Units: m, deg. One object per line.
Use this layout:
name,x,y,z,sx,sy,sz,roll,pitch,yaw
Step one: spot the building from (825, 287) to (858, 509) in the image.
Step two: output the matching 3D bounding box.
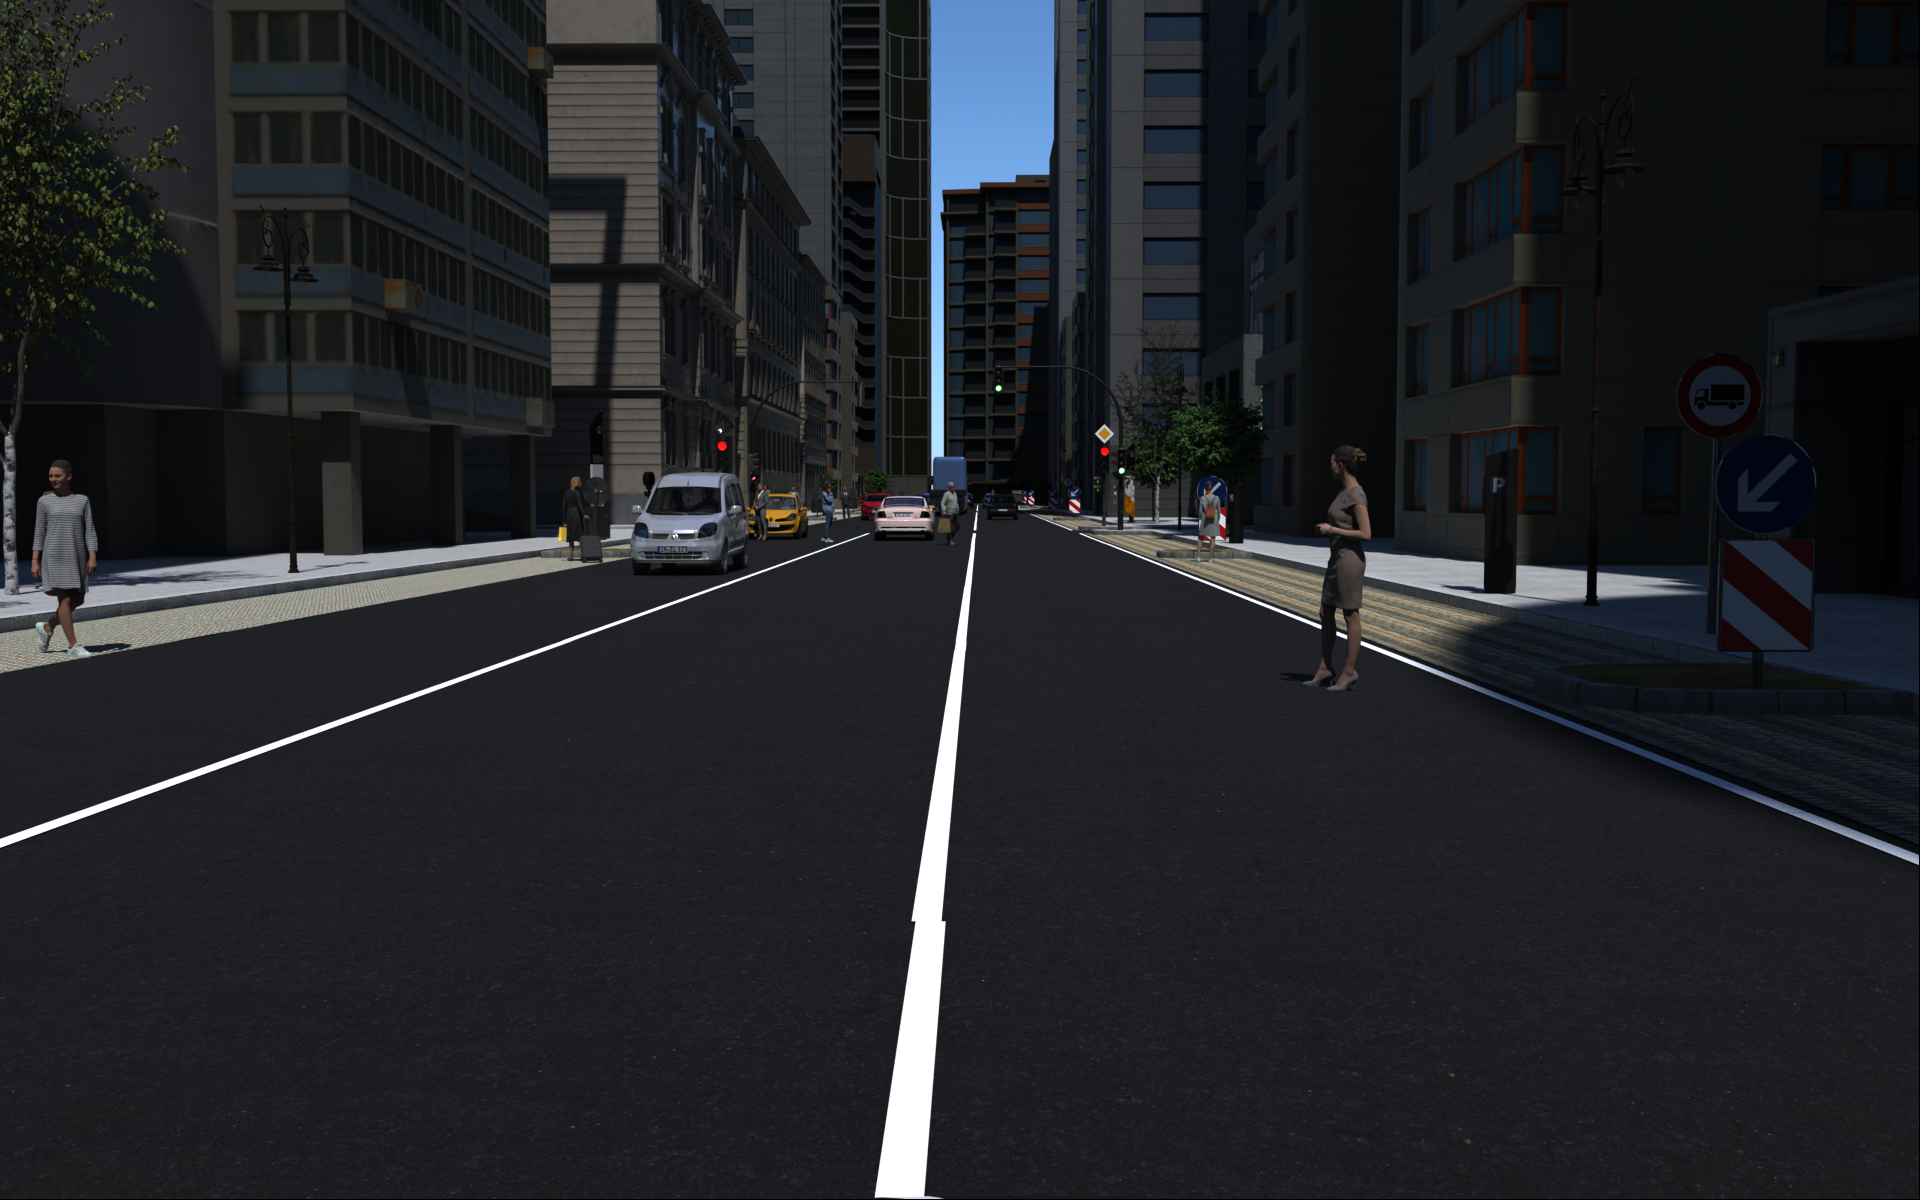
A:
building,-24.247,-19.233,159.498,27.650,21.520,28.899,0,4,1

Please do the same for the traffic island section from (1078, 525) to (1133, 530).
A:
traffic island section,5.801,-2.890,69.540,2.009,0.180,2.903,0,4,1

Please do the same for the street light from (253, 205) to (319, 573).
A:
street light,-10.858,-3.380,28.046,0.468,5.910,1.993,0,4,1

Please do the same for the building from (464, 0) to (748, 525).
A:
building,-18.462,-18.056,82.599,14.401,28.519,23.554,0,4,1

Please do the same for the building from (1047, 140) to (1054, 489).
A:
building,18.078,-34.364,211.960,14.600,45.320,14.200,0,4,1

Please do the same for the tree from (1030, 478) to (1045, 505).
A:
tree,9.518,-13.129,209.263,1.663,3.219,1.824,0,3,0

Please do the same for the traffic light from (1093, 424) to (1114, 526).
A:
traffic light,5.761,-4.924,69.426,0.839,4.253,0.868,0,4,1

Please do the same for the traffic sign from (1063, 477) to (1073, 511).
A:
traffic sign,8.180,-8.033,131.439,0.768,2.556,0.104,0,4,2

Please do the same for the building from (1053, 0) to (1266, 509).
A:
building,20.784,-39.650,190.282,21.231,58.520,28.212,0,4,1

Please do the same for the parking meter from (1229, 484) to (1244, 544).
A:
parking meter,7.185,-2.238,45.006,0.372,1.533,0.369,0,3,0

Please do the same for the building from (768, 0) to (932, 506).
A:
building,-14.481,-48.995,239.322,20.611,71.187,20.563,0,4,1

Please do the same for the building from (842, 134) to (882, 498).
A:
building,-17.035,-34.357,211.843,14.200,45.320,14.600,0,4,1

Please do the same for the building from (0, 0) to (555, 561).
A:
building,-23.782,-21.557,44.339,23.993,40.220,32.217,0,4,1

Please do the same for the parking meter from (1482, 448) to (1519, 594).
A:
parking meter,6.975,-1.019,22.378,0.399,1.863,0.255,2,4,33

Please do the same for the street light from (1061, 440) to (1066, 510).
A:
street light,8.629,-10.459,143.799,0.468,5.910,1.993,0,4,1

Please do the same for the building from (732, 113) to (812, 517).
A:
building,-18.859,-16.910,109.756,16.112,22.955,30.059,0,4,1

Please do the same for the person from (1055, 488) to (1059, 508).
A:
person,8.870,-9.460,160.848,0.705,1.807,1.348,3,4,38

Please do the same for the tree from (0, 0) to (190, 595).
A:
tree,-12.097,-4.383,22.020,4.737,8.622,4.395,0,3,0

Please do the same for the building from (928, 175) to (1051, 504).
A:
building,10.261,-35.819,240.261,28.867,44.769,22.147,0,4,1

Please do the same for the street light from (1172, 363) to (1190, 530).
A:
street light,7.762,-5.399,61.054,0.468,5.910,1.993,0,4,1

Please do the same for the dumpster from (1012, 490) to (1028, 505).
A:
dumpster,6.941,-11.848,201.924,1.865,1.857,1.264,0,4,2

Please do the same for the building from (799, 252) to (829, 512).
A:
building,-15.758,-17.436,134.235,9.793,20.994,18.267,0,4,1

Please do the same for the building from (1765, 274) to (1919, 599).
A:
building,20.792,-35.005,10.584,20.563,71.187,20.611,0,4,1

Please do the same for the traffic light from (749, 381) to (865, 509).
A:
traffic light,-6.206,-5.805,69.577,4.771,5.953,1.251,0,4,1

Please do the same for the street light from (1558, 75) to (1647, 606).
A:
street light,7.248,-2.869,19.704,0.468,5.910,1.993,0,4,1

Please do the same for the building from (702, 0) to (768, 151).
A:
building,-20.731,-45.529,182.653,20.563,71.187,20.611,0,4,1

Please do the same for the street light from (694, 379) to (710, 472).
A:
street light,-10.362,-5.935,69.831,0.468,5.910,1.993,0,4,1

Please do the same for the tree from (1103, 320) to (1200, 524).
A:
tree,8.315,-7.529,73.468,4.360,8.622,3.978,0,3,0

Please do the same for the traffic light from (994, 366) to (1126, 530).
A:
traffic light,3.581,-5.300,61.323,4.771,5.953,1.251,0,4,1

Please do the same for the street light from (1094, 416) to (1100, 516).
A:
street light,8.189,-7.944,102.673,0.468,5.910,1.993,0,4,1

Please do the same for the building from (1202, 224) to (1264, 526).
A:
building,27.028,-46.838,78.469,31.000,86.520,22.319,0,4,1

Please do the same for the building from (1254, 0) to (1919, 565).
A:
building,23.837,-12.215,44.762,27.650,21.520,28.899,0,4,1

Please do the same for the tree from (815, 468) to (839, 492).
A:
tree,-9.591,-8.033,125.946,1.663,3.219,1.824,0,3,0

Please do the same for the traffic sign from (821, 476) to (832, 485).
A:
traffic sign,-9.431,-7.466,122.170,0.768,2.556,0.104,0,4,7

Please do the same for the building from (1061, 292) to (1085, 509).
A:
building,24.017,-19.424,162.620,27.650,21.520,28.899,0,4,1

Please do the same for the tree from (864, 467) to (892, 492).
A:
tree,-9.768,-13.362,202.176,4.285,4.588,4.351,0,3,0

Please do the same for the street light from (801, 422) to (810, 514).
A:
street light,-9.926,-8.471,111.294,0.468,5.910,1.993,0,4,1

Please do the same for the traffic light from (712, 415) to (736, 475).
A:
traffic light,-8.387,-4.444,61.580,0.839,4.253,0.868,0,4,1

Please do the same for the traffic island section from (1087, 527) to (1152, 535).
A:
traffic island section,5.713,-2.402,61.555,2.009,0.180,2.903,0,4,1

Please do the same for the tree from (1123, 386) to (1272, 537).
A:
tree,7.923,-4.231,52.895,4.285,4.588,4.351,0,3,0

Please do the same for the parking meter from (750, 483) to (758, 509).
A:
parking meter,-10.018,-4.816,84.458,0.399,1.863,0.255,0,4,7

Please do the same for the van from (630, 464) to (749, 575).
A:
van,-4.969,-1.537,32.139,2.013,2.044,4.112,0,4,1

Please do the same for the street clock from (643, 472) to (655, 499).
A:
street clock,-10.113,-3.167,56.344,0.358,2.002,0.471,1,4,15

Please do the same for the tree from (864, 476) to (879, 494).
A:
tree,-9.232,-11.383,180.706,1.663,3.219,1.824,0,3,0

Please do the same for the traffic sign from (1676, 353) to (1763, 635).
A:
traffic sign,6.878,-0.958,15.777,0.768,2.556,0.104,0,4,3

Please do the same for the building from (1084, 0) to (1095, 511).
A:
building,16.854,-27.731,136.991,14.154,41.232,14.086,0,4,1

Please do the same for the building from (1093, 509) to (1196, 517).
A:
building,18.867,-34.578,107.345,21.231,58.520,28.212,0,4,1
